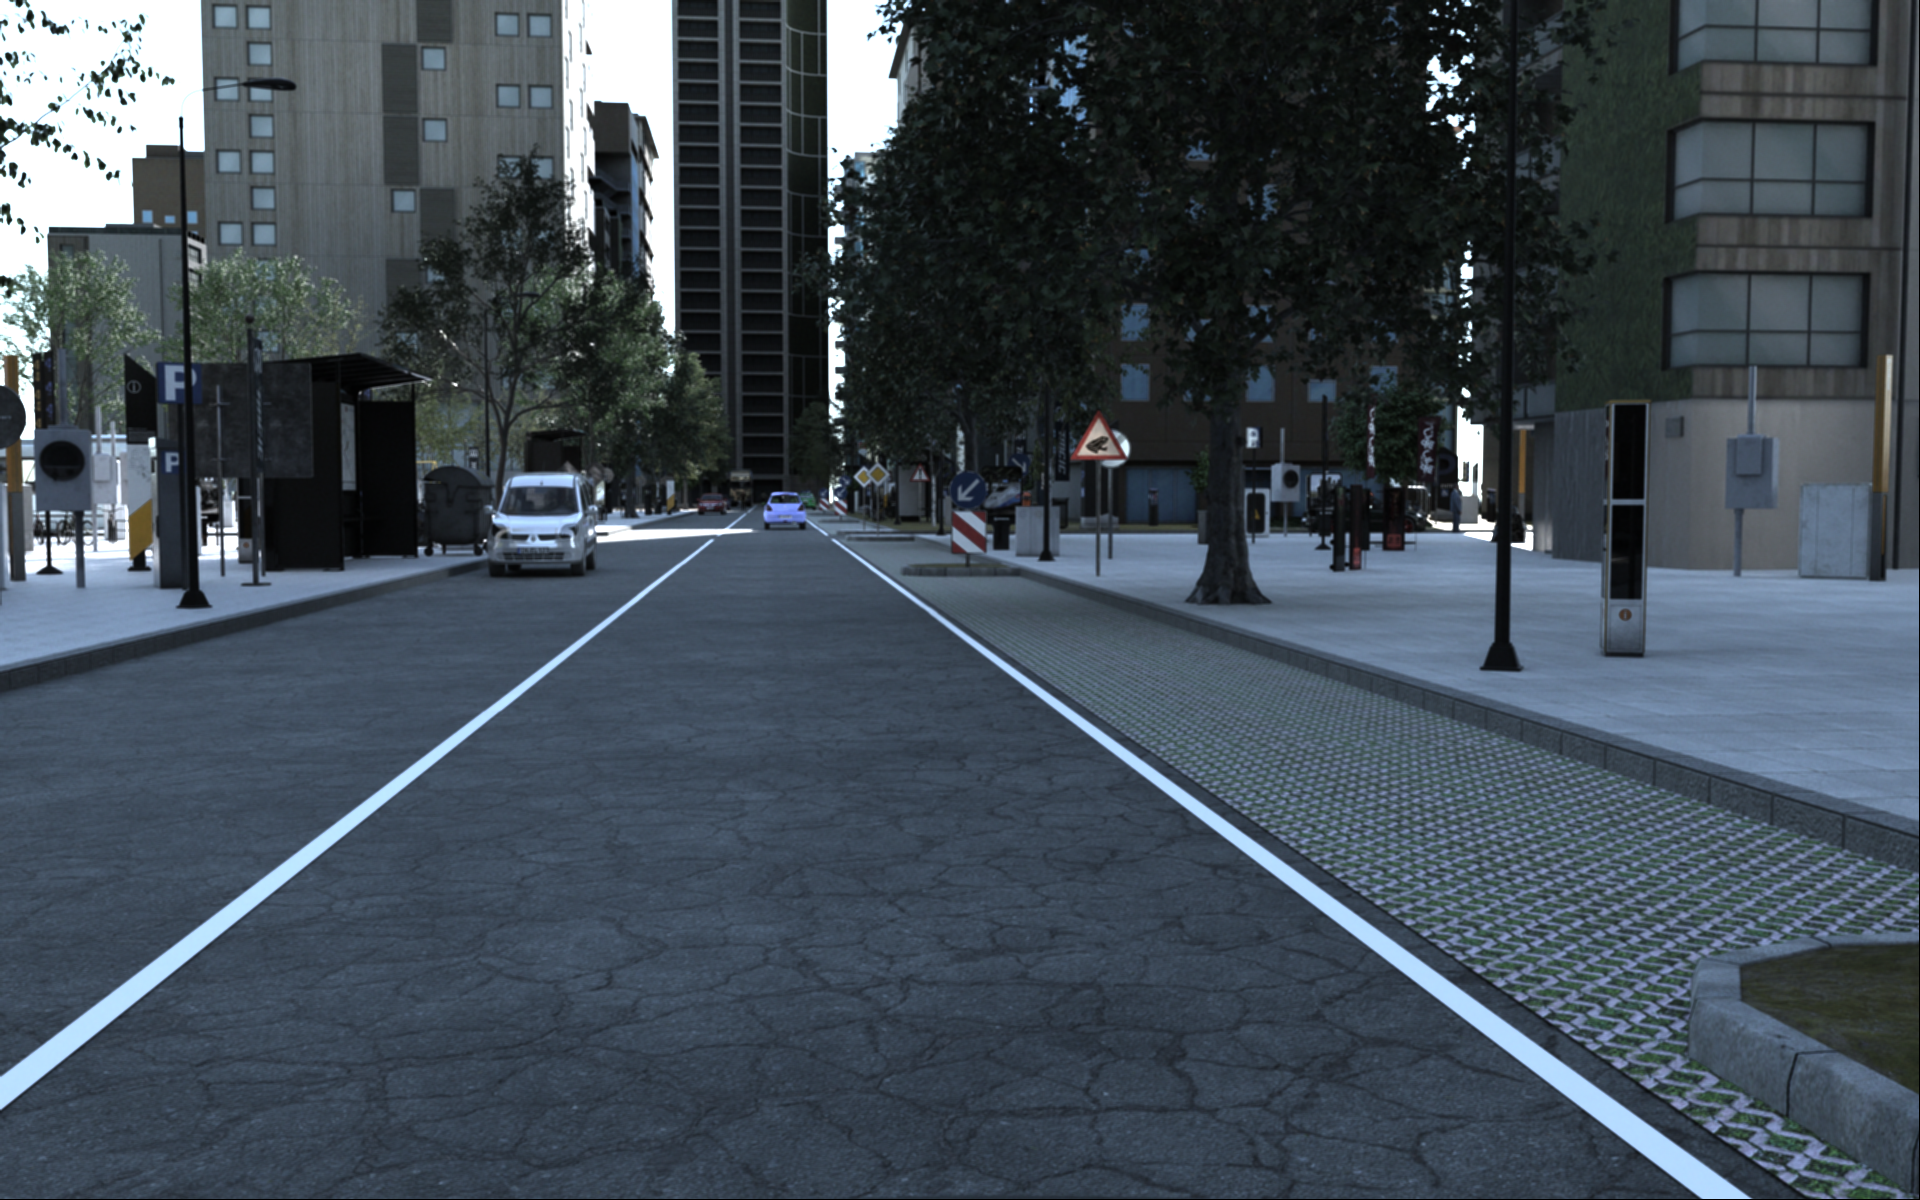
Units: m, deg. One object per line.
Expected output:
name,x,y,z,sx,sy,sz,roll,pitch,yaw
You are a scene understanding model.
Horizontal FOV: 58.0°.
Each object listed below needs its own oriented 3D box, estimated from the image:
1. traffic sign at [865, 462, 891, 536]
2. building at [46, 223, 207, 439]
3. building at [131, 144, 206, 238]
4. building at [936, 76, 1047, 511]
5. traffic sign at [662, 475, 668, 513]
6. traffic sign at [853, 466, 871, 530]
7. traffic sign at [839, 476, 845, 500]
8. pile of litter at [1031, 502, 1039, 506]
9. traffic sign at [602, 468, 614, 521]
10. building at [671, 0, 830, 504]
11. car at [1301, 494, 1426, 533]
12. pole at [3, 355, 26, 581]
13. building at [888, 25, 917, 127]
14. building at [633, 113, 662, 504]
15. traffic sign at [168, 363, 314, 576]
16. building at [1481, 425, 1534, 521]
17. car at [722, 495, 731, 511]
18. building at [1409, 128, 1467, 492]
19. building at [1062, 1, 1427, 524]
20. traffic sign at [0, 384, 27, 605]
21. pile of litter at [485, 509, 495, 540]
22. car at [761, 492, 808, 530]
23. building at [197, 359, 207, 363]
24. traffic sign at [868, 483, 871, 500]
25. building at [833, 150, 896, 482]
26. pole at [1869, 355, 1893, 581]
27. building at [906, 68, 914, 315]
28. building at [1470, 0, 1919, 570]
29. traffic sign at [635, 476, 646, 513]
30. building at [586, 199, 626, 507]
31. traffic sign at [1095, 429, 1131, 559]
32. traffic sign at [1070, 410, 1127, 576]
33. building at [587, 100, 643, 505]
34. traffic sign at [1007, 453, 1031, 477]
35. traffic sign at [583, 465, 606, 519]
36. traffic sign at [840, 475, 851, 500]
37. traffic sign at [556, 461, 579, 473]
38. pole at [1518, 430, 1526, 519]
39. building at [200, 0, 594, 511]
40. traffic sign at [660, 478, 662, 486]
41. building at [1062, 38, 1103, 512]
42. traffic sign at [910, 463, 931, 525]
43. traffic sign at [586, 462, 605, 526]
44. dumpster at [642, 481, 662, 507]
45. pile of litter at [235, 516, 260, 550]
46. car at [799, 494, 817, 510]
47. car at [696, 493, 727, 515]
traffic sign,-2.532,-3.044,53.404,0.795,2.450,0.064,0,4,-6
building,-89.118,-25.508,188.757,14.107,30.474,14.160,0,4,-6
building,-97.197,-35.173,225.187,14.200,45.320,14.600,0,4,-6
building,10.975,-49.110,115.619,22.319,86.520,31.000,0,4,-6
traffic sign,-19.544,-7.072,115.725,0.768,2.556,0.104,0,4,-5
traffic sign,-3.397,-3.529,61.342,0.795,2.450,0.064,0,4,-6
traffic sign,-7.938,-7.269,118.955,0.768,2.556,0.104,0,4,0
pile of litter,4.164,-5.091,97.196,1.719,0.858,1.176,1,4,18
traffic sign,-17.025,-5.086,83.263,0.768,2.556,0.104,0,4,-5
building,-28.194,-48.794,236.028,20.611,71.187,20.563,0,4,-6
car,13.782,-3.023,59.217,4.222,1.686,2.009,0,4,-5
pole,-13.939,-1.938,25.529,0.158,3.312,0.155,0,3,0
building,7.308,-36.841,191.587,28.713,52.752,27.495,0,4,-6
building,-53.359,-39.612,236.898,27.495,52.752,28.713,0,4,-6
traffic sign,-11.189,-2.022,26.938,2.265,3.308,0.079,0,4,2
building,37.475,-28.132,83.661,21.600,48.544,21.300,0,4,-6
car,-20.728,-8.390,149.750,1.945,1.354,3.894,0,4,-6
building,43.123,-33.271,198.604,28.867,44.769,22.147,0,4,-6
building,11.937,-26.234,79.032,14.200,45.320,14.600,0,4,-6
traffic sign,-11.107,-1.211,19.905,0.768,2.556,0.104,0,4,-2
pile of litter,-13.746,-2.146,49.056,1.176,0.858,1.719,2,4,32
car,-7.204,-3.763,71.122,1.945,1.707,3.694,0,4,-7
building,-65.460,-53.411,185.939,31.000,86.520,22.319,0,4,-6
traffic sign,-5.733,-6.823,111.654,0.768,2.556,0.104,0,4,1
building,-2.328,-37.978,240.553,30.456,49.044,23.786,0,4,-6
pole,13.549,-1.935,25.473,0.158,3.312,0.155,0,3,0
building,2.202,-31.807,170.150,14.600,45.320,14.200,0,4,-6
building,18.540,-21.527,35.558,14.154,41.232,14.086,0,4,-6
traffic sign,-22.110,-7.330,119.949,0.768,2.556,0.104,0,4,-5
building,-40.247,-24.221,167.722,14.160,30.474,14.107,0,4,-6
traffic sign,2.969,-2.081,34.125,0.768,2.556,0.104,0,4,1
traffic sign,2.155,-1.650,26.976,0.884,2.594,0.081,0,4,3
building,-43.444,-33.252,193.786,14.200,45.320,14.600,0,4,-6
traffic sign,1.824,-3.272,53.611,0.768,2.556,0.104,0,4,0
traffic sign,-12.739,-3.468,60.349,0.795,2.450,0.064,0,4,-6
traffic sign,-7.740,-7.177,117.442,0.768,2.556,0.104,0,4,-1
traffic sign,-11.874,-2.983,52.410,0.795,2.450,0.064,0,4,-6
pole,17.669,-3.708,54.462,0.158,3.312,0.155,0,3,0
building,-45.314,-34.014,145.367,28.713,52.752,27.495,0,4,-6
traffic sign,-21.851,-7.831,128.148,0.768,2.556,0.104,0,4,-3
building,3.996,-30.933,155.862,14.600,45.320,14.200,0,4,-6
traffic sign,-1.667,-4.450,72.754,0.884,2.594,0.081,0,4,2
traffic sign,-14.530,-4.214,69.006,0.768,2.556,0.104,0,3,0
dumpster,-21.996,-7.445,124.224,1.502,2.255,1.985,0,4,-6
pile of litter,-16.229,-1.616,40.393,1.176,0.858,1.719,-3,4,-39
car,-13.585,-8.788,152.483,1.959,1.807,4.718,0,4,-5
car,-17.289,-6.842,120.902,2.155,1.783,4.494,0,4,-4
